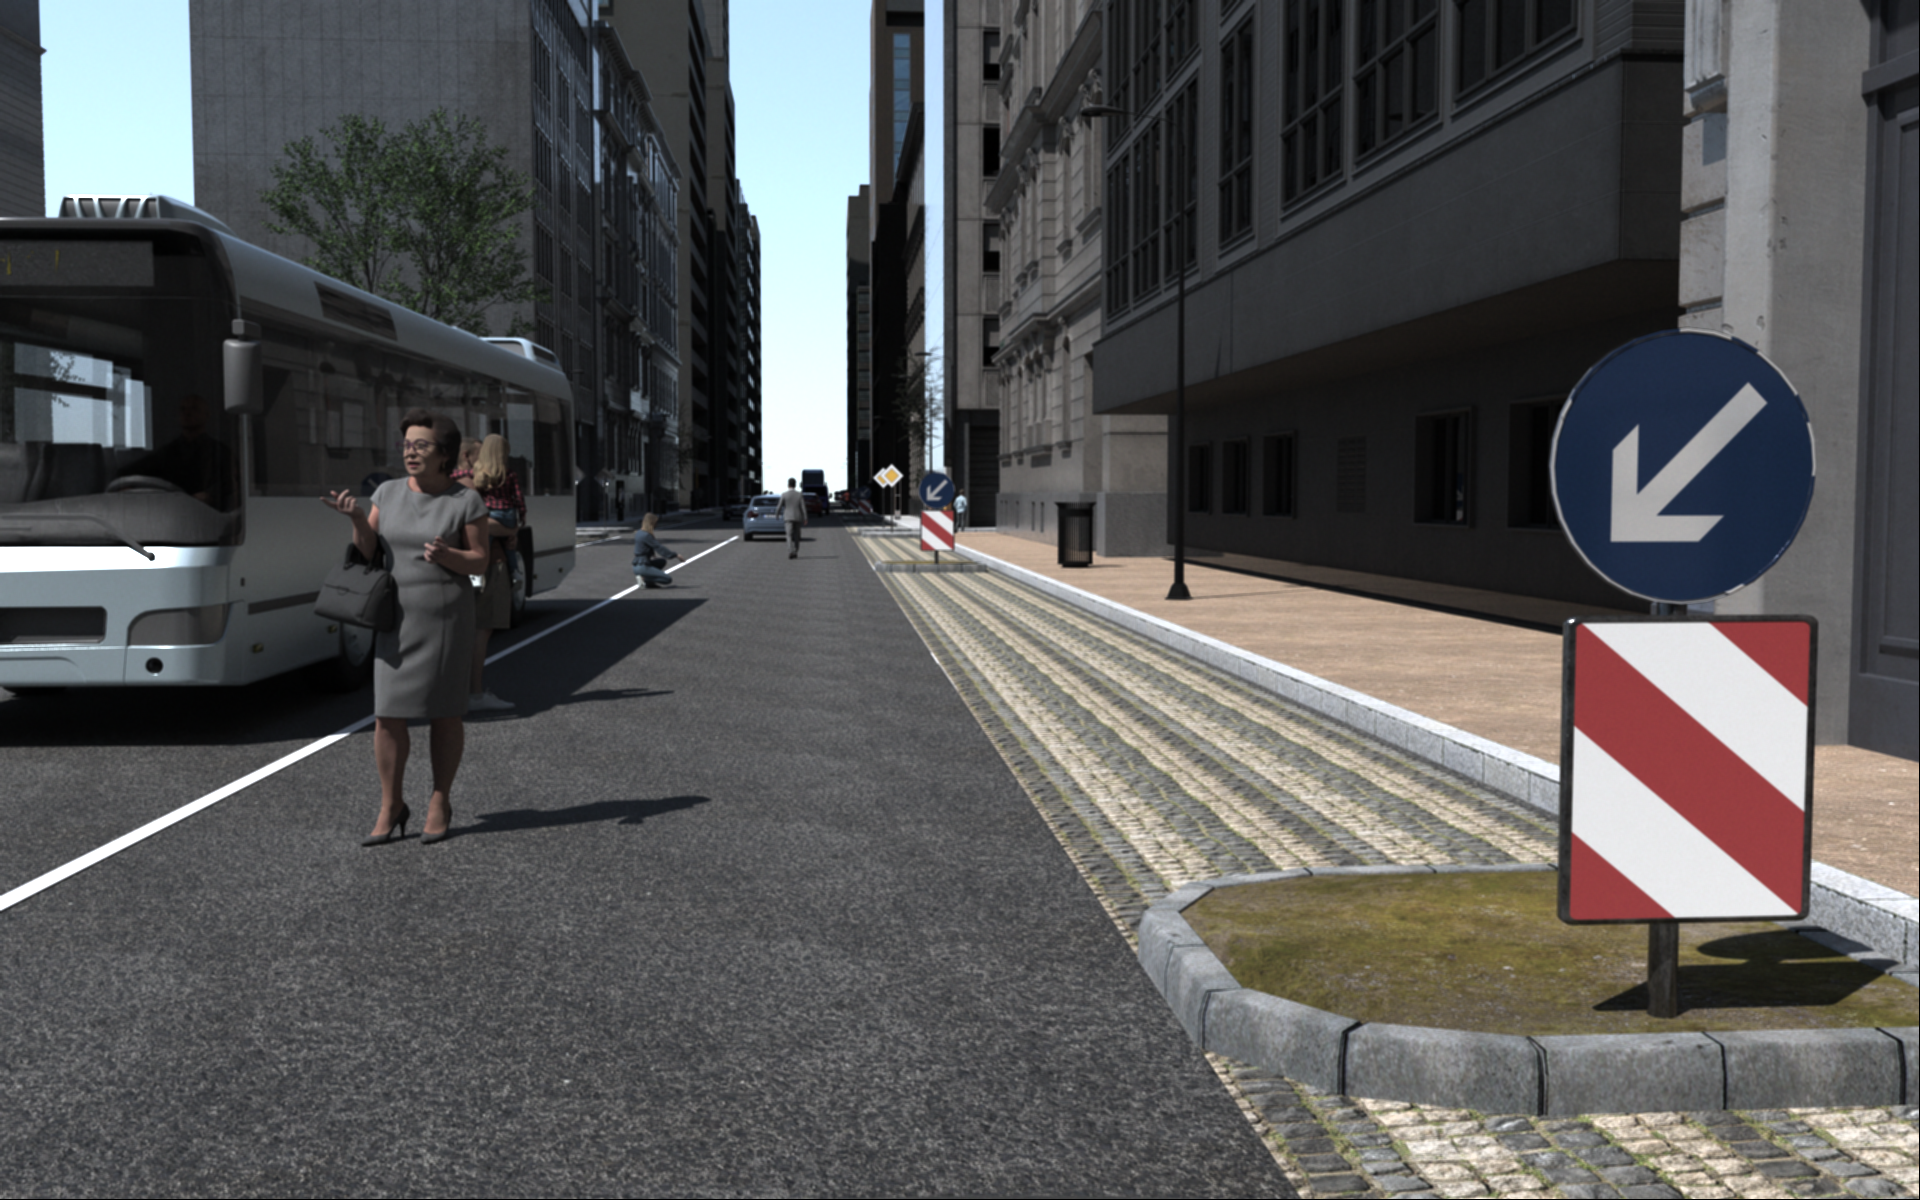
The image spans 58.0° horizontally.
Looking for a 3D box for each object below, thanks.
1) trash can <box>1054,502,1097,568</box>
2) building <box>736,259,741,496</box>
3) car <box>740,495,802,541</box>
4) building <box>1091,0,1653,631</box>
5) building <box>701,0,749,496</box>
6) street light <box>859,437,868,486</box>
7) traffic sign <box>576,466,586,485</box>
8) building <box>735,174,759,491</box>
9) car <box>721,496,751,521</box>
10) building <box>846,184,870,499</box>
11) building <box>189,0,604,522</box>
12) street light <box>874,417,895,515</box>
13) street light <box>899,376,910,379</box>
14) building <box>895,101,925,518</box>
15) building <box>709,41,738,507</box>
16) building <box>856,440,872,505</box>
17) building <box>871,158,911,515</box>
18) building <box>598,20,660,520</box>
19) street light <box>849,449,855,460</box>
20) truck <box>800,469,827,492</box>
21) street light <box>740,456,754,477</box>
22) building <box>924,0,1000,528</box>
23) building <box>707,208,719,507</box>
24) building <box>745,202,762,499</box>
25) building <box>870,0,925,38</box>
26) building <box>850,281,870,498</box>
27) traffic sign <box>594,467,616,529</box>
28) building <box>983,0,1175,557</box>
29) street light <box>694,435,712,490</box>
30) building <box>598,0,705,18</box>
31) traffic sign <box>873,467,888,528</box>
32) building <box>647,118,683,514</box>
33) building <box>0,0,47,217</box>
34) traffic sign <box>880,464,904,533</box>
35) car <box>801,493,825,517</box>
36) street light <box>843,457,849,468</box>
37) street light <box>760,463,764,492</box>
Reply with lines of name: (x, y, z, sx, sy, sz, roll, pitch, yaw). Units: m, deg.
trash can: (2.015, -1.138, 30.265, 0.748, 1.137, 0.748, 0, 3, 0)
building: (-33.279, -26.412, 203.542, 14.160, 30.474, 14.107, 0, 4, -5)
car: (-5.858, -2.571, 54.043, 2.014, 1.417, 4.499, 0, 4, -6)
building: (10.472, -13.968, 21.879, 14.314, 27.812, 24.014, 0, 4, -5)
building: (-38.860, -48.478, 230.870, 20.563, 71.187, 20.611, 0, 4, -5)
street light: (-7.724, -10.509, 144.364, 1.470, 5.913, 1.316, 0, 4, -5)
traffic sign: (-12.567, -3.227, 56.407, 0.795, 2.450, 0.064, 0, 4, -5)
building: (-42.160, -38.975, 256.851, 23.786, 49.044, 30.456, 0, 4, -5)
car: (-12.010, -5.005, 94.417, 1.945, 1.354, 3.894, 0, 4, -5)
building: (-6.620, -39.330, 266.747, 21.300, 48.544, 21.600, 0, 4, -5)
building: (-22.426, -15.582, 72.788, 12.078, 24.808, 19.932, 0, 4, -5)
street light: (-4.454, -8.034, 103.905, 1.470, 5.913, 1.316, 0, 4, -5)
street light: (-1.681, -5.840, 68.028, 1.470, 5.913, 1.316, 0, 4, -5)
building: (2.431, -16.216, 94.016, 11.050, 23.489, 19.941, 0, 4, -5)
building: (-35.072, -34.300, 184.501, 21.300, 48.544, 21.600, 0, 4, -5)
building: (-0.584, -54.187, 198.625, 22.319, 86.520, 31.000, 0, 4, -5)
building: (0.694, -17.255, 111.791, 12.332, 23.373, 15.834, 0, 4, -5)
building: (-24.259, -18.771, 94.300, 14.401, 28.519, 23.554, 0, 4, -5)
street light: (-10.499, -12.703, 180.240, 1.470, 5.913, 1.316, 0, 4, -5)
truck: (-15.695, -11.850, 183.509, 2.967, 4.110, 18.799, 0, 4, -4)
street light: (-27.207, -15.346, 223.444, 1.470, 5.913, 1.316, 0, 4, -5)
building: (8.822, -15.493, 71.329, 19.932, 24.808, 12.078, 0, 4, -5)
building: (-30.900, -24.203, 167.420, 14.160, 30.474, 14.107, 0, 4, -5)
building: (-43.516, -40.313, 282.819, 21.300, 48.544, 21.600, 0, 4, -5)
building: (-1.070, -31.369, 162.999, 14.600, 45.320, 14.200, 0, 4, -5)
building: (-8.716, -29.207, 249.234, 14.160, 30.474, 14.107, 0, 4, -5)
traffic sign: (-13.196, -3.714, 64.367, 0.795, 2.450, 0.064, 0, 4, -5)
building: (8.257, -15.801, 45.739, 14.401, 28.519, 23.554, 0, 4, -5)
street light: (-20.756, -10.266, 140.384, 1.470, 5.913, 1.316, 0, 4, -5)
building: (-33.131, -32.102, 148.569, 21.300, 48.544, 21.600, 0, 4, -5)
traffic sign: (-2.882, -3.762, 65.158, 0.795, 2.450, 0.064, 0, 4, -5)
building: (-26.104, -20.240, 116.827, 13.634, 28.700, 20.117, 0, 4, -5)
building: (-52.485, -17.626, 65.682, 29.804, 29.767, 11.434, 0, 4, -5)
traffic sign: (-2.253, -3.276, 57.198, 0.795, 2.450, 0.064, 0, 4, -5)
car: (-9.532, -6.084, 108.510, 2.155, 1.783, 4.494, 0, 4, -4)
street light: (-14.272, -15.564, 227.011, 1.470, 5.913, 1.316, 0, 4, -5)
street light: (-30.027, -17.541, 259.329, 1.470, 5.913, 1.316, 0, 4, -5)
